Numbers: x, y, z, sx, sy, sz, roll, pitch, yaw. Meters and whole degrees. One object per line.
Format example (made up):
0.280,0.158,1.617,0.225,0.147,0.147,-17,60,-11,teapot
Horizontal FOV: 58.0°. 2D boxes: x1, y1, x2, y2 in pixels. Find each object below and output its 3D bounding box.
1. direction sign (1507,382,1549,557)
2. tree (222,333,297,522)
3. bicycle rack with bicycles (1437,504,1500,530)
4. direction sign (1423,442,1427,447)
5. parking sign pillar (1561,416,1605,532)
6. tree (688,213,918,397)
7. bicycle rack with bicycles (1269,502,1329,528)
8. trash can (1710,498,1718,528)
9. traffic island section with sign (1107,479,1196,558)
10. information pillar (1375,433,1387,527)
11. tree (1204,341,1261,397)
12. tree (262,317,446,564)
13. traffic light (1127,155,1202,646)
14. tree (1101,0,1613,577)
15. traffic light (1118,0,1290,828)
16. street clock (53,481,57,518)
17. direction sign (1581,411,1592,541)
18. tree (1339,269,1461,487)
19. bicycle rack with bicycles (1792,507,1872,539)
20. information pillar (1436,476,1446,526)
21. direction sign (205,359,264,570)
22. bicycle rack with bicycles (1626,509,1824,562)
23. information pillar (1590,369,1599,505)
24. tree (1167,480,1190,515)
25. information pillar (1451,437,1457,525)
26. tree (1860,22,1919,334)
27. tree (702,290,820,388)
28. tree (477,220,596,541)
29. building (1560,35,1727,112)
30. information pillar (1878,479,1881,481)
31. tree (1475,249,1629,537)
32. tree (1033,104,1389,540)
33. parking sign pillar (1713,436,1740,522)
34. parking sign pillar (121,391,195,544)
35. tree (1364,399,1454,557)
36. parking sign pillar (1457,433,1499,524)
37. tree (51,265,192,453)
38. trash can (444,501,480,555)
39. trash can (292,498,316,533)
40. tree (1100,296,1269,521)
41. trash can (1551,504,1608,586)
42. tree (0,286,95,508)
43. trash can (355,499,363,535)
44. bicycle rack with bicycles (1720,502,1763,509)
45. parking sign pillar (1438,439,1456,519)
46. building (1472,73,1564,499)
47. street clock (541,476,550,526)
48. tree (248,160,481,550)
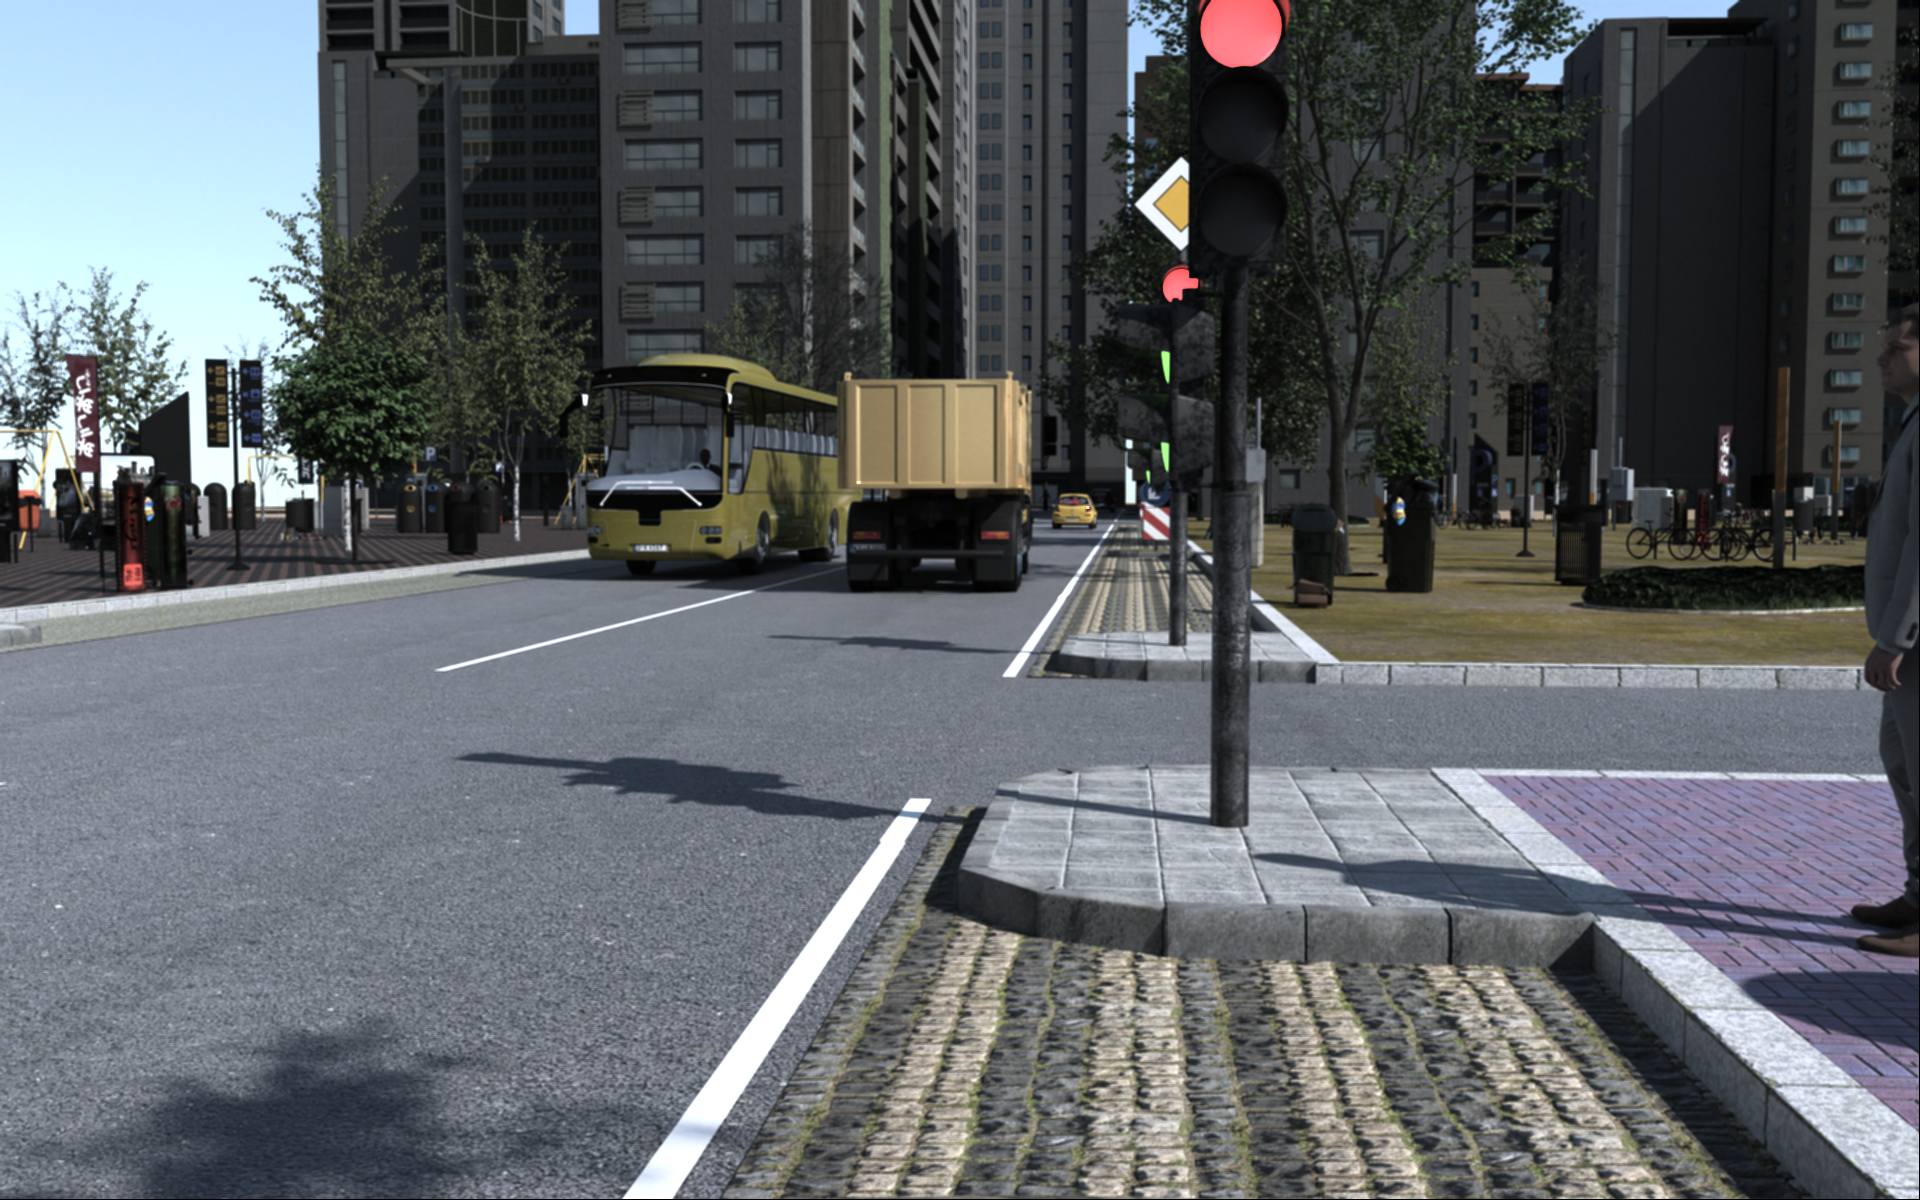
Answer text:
11.603,-2.658,35.448,0.379,3.537,0.876,-3,5,-44,direction sign
-32.065,-7.918,79.823,4.360,8.622,3.978,0,3,0,tree
18.584,-3.044,63.150,2.925,0.926,2.852,-2,4,-34,bicycle rack with bicycles
18.991,-4.869,71.608,0.876,3.537,0.379,-2,4,-35,direction sign
21.008,-4.276,58.392,1.447,3.967,1.447,0,4,8,parking sign pillar
-6.868,-10.191,76.992,12.009,13.543,11.850,0,3,0,tree
13.132,-3.198,65.669,2.852,0.926,2.925,2,4,27,bicycle rack with bicycles
28.150,-3.279,65.259,0.748,1.137,0.748,0,3,0,trash can
4.359,-1.886,39.468,1.989,1.847,2.006,0,4,6,traffic island section with sign
16.194,-4.602,66.596,0.183,3.616,0.504,-3,5,-41,information pillar
9.365,-6.806,61.635,4.737,8.622,4.395,0,3,0,tree
-11.244,-2.971,32.292,4.285,4.588,4.351,0,3,0,tree
1.827,-1.568,14.559,0.839,4.253,0.868,0,4,6,traffic light
6.052,-6.195,27.043,9.928,11.665,9.643,0,3,0,tree
1.028,-1.082,6.613,0.839,4.253,0.868,0,4,6,traffic light
-48.506,-5.417,93.140,0.358,2.002,0.471,1,4,15,street clock
17.178,-3.384,47.331,0.379,3.537,0.876,0,4,-6,direction sign
14.477,-6.569,57.757,4.737,8.622,4.395,0,3,0,tree
25.035,-2.217,49.635,2.852,0.926,2.925,2,4,35,bicycle rack with bicycles
19.400,-3.995,69.809,0.304,2.012,0.304,2,4,28,information pillar
-12.223,-2.278,29.238,0.876,3.537,0.379,-2,4,-24,direction sign
14.876,-1.239,33.642,2.852,0.926,2.925,-1,4,-22,bicycle rack with bicycles
11.835,-2.506,32.335,0.183,3.616,0.504,1,4,23,information pillar
13.877,-6.949,108.216,1.663,3.219,1.824,0,3,0,tree
20.306,-4.877,71.088,0.183,3.616,0.504,1,4,21,information pillar
15.014,-4.575,25.169,4.360,8.622,3.978,0,3,0,tree
-7.443,-6.912,63.368,4.737,8.622,4.395,0,3,0,tree
-12.125,-5.934,47.390,4.737,8.622,4.395,0,3,0,tree
77.046,-34.203,178.821,30.456,49.044,23.786,0,4,6,building
45.790,-4.992,86.111,0.304,2.012,0.304,3,4,38,information pillar
17.571,-6.190,51.568,4.360,8.622,3.978,0,3,0,tree
7.311,-8.054,48.695,9.611,12.733,9.660,0,3,0,tree
35.939,-5.682,81.374,1.447,3.967,1.447,-3,4,-38,parking sign pillar
-20.732,-3.460,45.049,1.447,3.967,1.447,3,5,39,parking sign pillar
9.180,-2.484,35.222,1.663,3.219,1.824,0,3,0,tree
22.898,-5.338,75.743,1.447,3.967,1.447,-2,4,-29,parking sign pillar
-26.963,-6.444,55.718,4.737,8.622,4.395,0,3,0,tree
-10.536,-1.530,36.675,0.748,1.137,0.748,0,3,0,trash can
-21.841,-2.816,57.689,0.748,1.137,0.748,0,3,0,trash can
11.216,-10.457,81.340,12.009,13.543,11.850,0,3,0,tree
8.656,-0.770,24.236,0.748,1.137,0.748,0,3,0,trash can
-32.392,-6.740,60.557,4.360,8.622,3.978,0,3,0,tree
-19.053,-2.602,54.194,0.748,1.137,0.748,0,3,0,trash can
33.321,-3.692,73.754,2.925,0.926,2.852,-2,4,-31,bicycle rack with bicycles
23.690,-5.891,84.784,1.447,3.967,1.447,1,4,9,parking sign pillar
47.519,-32.241,181.763,28.867,44.769,22.147,0,4,6,building
-16.518,-3.945,69.064,0.358,2.002,0.471,-1,4,-15,street clock
-13.737,-5.440,39.314,4.737,8.622,4.395,0,3,0,tree
